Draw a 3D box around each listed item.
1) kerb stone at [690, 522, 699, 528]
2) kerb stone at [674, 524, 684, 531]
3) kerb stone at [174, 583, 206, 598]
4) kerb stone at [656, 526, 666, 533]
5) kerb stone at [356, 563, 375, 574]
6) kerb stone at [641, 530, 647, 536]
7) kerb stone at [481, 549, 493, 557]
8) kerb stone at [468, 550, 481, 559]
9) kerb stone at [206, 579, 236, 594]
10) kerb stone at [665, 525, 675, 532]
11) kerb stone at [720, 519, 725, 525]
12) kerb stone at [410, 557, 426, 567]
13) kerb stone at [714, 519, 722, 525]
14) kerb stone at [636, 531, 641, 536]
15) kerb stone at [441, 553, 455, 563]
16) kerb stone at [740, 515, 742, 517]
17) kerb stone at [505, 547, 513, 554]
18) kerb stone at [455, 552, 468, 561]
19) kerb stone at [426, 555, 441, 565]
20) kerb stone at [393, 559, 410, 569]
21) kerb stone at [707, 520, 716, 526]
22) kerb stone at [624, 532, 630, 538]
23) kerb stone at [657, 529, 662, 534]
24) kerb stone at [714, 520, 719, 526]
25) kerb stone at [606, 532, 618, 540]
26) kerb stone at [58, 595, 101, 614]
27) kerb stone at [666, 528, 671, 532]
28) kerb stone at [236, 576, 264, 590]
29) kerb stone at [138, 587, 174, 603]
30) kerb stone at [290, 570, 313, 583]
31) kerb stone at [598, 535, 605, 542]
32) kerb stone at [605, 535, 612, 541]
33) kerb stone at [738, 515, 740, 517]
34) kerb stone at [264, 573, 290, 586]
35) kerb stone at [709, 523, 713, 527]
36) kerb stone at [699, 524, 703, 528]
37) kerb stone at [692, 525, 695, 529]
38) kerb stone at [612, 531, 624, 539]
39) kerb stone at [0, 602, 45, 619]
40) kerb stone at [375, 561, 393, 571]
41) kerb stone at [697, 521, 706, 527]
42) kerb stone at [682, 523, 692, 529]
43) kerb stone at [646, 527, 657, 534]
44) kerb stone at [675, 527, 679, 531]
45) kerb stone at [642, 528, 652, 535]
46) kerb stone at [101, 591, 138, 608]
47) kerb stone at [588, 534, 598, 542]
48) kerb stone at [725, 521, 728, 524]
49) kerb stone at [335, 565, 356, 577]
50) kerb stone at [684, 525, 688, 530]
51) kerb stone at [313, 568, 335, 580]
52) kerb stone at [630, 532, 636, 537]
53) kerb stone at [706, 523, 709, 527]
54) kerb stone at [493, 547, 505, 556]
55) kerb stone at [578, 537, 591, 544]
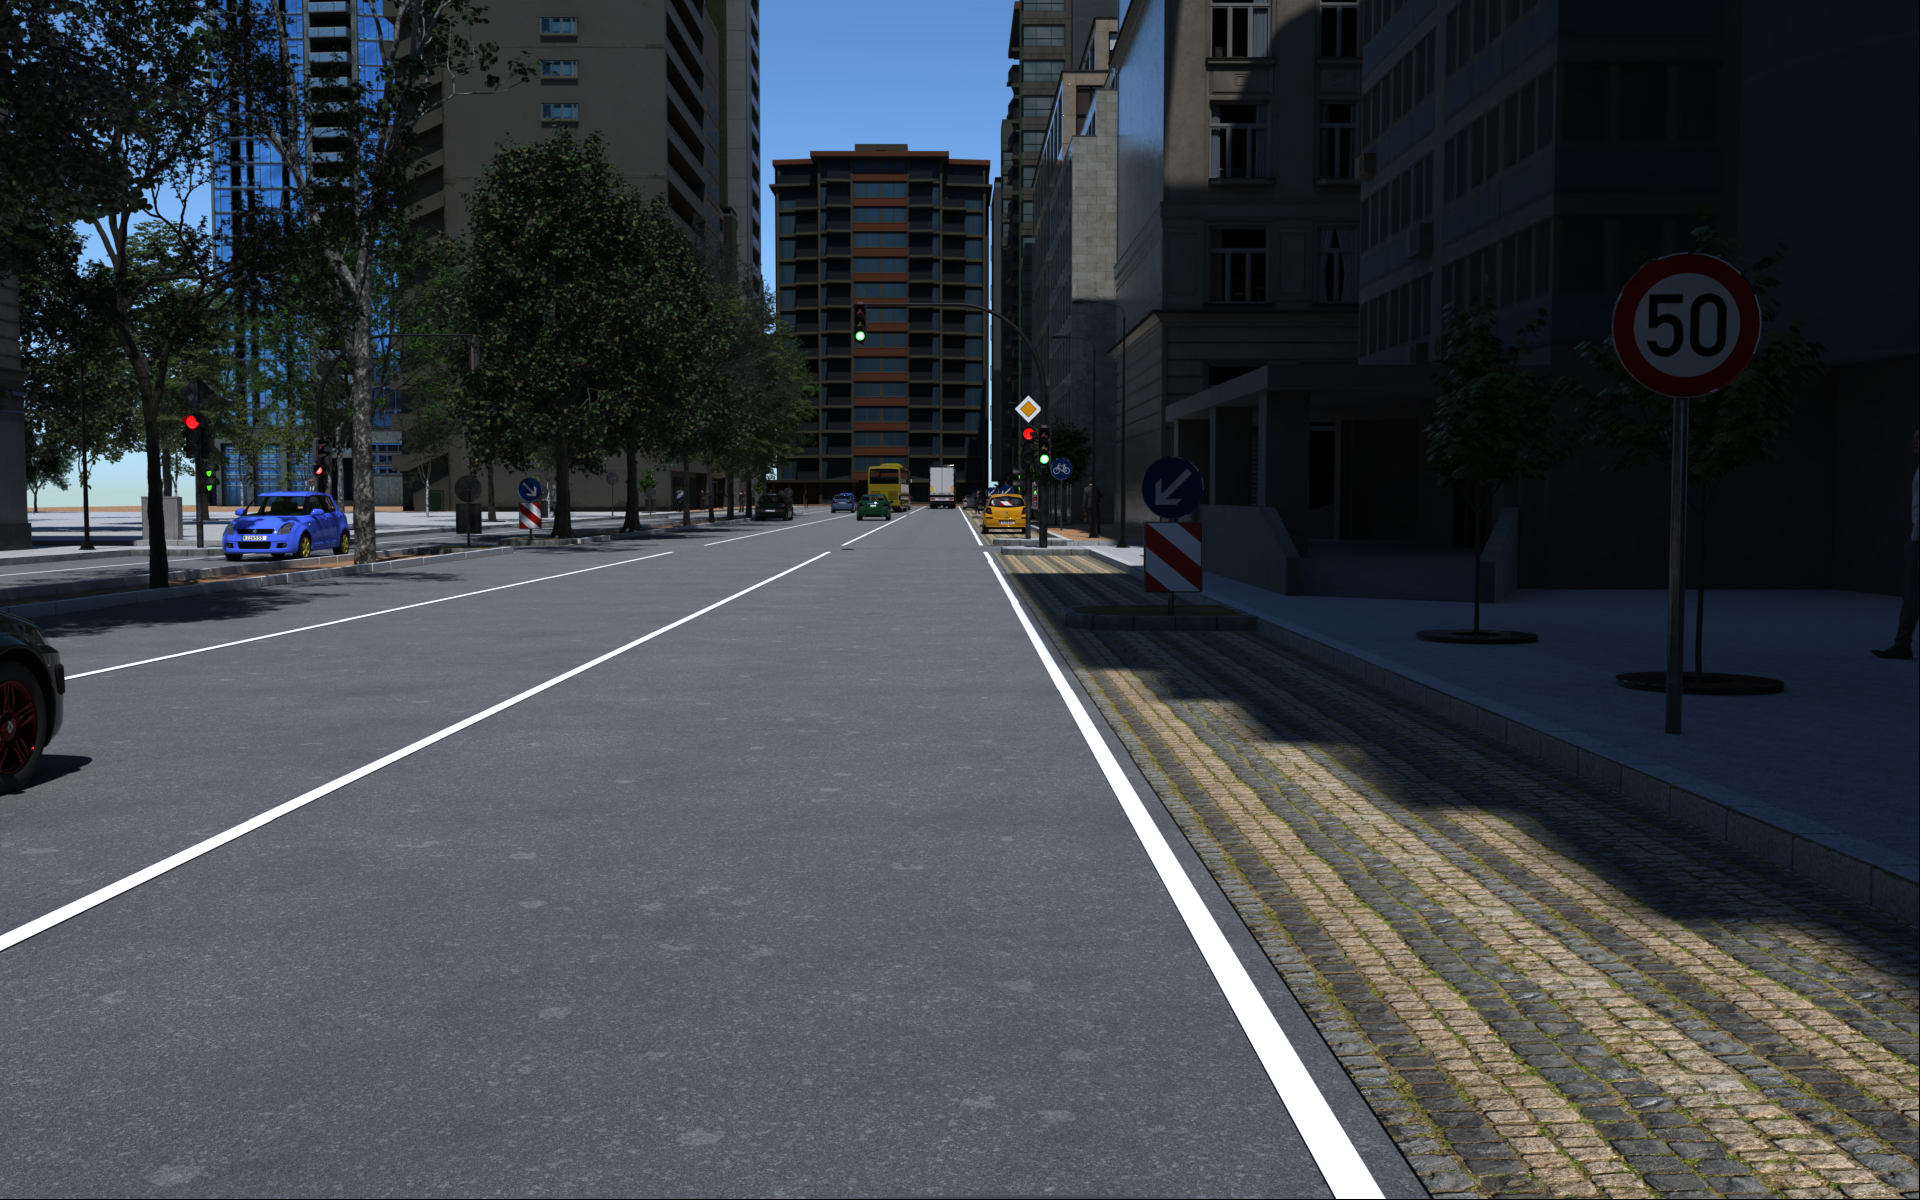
[{"bbox_3d":[-11.071,-3.037,71.908,0.120,0.150,1.000,0,4,0],"label":"kerb stone"},{"bbox_3d":[-11.056,-2.789,67.811,0.120,0.150,1.000,0,4,0],"label":"kerb stone"},{"bbox_3d":[-10.849,-0.117,24.215,0.120,0.150,1.000,0,4,0],"label":"kerb stone"},{"bbox_3d":[-11.036,-2.539,63.716,0.120,0.150,1.000,0,4,0],"label":"kerb stone"},{"bbox_3d":[-10.888,-0.563,31.397,0.120,0.150,1.000,0,4,0],"label":"kerb stone"},{"bbox_3d":[-11.014,-2.287,59.615,0.120,0.150,1.000,0,4,0],"label":"kerb stone"},{"bbox_3d":[-10.922,-1.064,39.596,0.120,0.150,1.000,0,4,0],"label":"kerb stone"},{"bbox_3d":[-10.917,-0.998,38.570,0.120,0.150,1.000,0,4,0],"label":"kerb stone"},{"bbox_3d":[-10.859,-0.186,25.242,0.120,0.150,1.000,0,4,0],"label":"kerb stone"},{"bbox_3d":[-11.051,-2.665,65.763,0.120,0.150,1.000,0,4,0],"label":"kerb stone"},{"bbox_3d":[-11.119,-3.541,80.095,0.120,0.150,1.000,0,4,0],"label":"kerb stone"},{"bbox_3d":[-10.895,-0.751,34.471,0.120,0.150,1.000,0,4,0],"label":"kerb stone"},{"bbox_3d":[-11.107,-3.478,79.066,0.120,0.150,1.000,0,4,0],"label":"kerb stone"},{"bbox_3d":[-11.012,-2.219,58.591,0.120,0.150,1.000,0,4,0],"label":"kerb stone"},{"bbox_3d":[-10.909,-0.871,36.517,0.120,0.150,1.000,0,4,0],"label":"kerb stone"},{"bbox_3d":[-13.339,-4.985,103.726,0.120,0.150,1.000,0,4,0],"label":"kerb stone"},{"bbox_3d":[-10.931,-1.189,41.643,0.120,0.150,1.000,0,4,0],"label":"kerb stone"},{"bbox_3d":[-10.918,-0.939,37.548,0.120,0.150,1.000,0,4,0],"label":"kerb stone"},{"bbox_3d":[-10.895,-0.809,35.493,0.120,0.150,1.000,0,4,0],"label":"kerb stone"},{"bbox_3d":[-10.886,-0.688,33.447,0.120,0.150,1.000,0,4,0],"label":"kerb stone"},{"bbox_3d":[-11.101,-3.353,77.022,0.120,0.150,1.000,0,4,0],"label":"kerb stone"},{"bbox_3d":[-11.006,-2.100,56.538,0.120,0.150,1.000,0,4,0],"label":"kerb stone"},{"bbox_3d":[-11.030,-2.477,62.693,0.120,0.150,1.000,0,4,0],"label":"kerb stone"},{"bbox_3d":[-11.097,-3.416,78.044,0.120,0.150,1.000,0,4,0],"label":"kerb stone"},{"bbox_3d":[-10.988,-1.971,54.487,0.120,0.150,1.000,0,4,0],"label":"kerb stone"},{"bbox_3d":[-10.827,0.067,21.134,0.120,0.150,1.000,0,4,0],"label":"kerb stone"},{"bbox_3d":[-11.040,-2.602,64.738,0.120,0.150,1.000,0,4,0],"label":"kerb stone"},{"bbox_3d":[-10.851,-0.249,26.265,0.120,0.150,1.000,0,4,0],"label":"kerb stone"},{"bbox_3d":[-10.845,-0.061,23.193,0.120,0.150,1.000,0,4,0],"label":"kerb stone"},{"bbox_3d":[-10.862,-0.375,28.325,0.120,0.150,1.000,0,4,0],"label":"kerb stone"},{"bbox_3d":[-10.977,-1.850,52.438,0.120,0.150,1.000,0,4,0],"label":"kerb stone"},{"bbox_3d":[-10.993,-1.912,53.460,0.120,0.150,1.000,0,4,0],"label":"kerb stone"},{"bbox_3d":[-13.325,-4.924,102.703,0.120,0.150,1.000,0,4,0],"label":"kerb stone"},{"bbox_3d":[-10.862,-0.310,27.303,0.120,0.150,1.000,0,4,0],"label":"kerb stone"},{"bbox_3d":[-11.088,-3.281,76.000,0.120,0.150,1.000,0,4,0],"label":"kerb stone"},{"bbox_3d":[-11.079,-3.103,72.933,0.120,0.150,1.000,0,4,0],"label":"kerb stone"},{"bbox_3d":[-11.075,-2.978,70.878,0.120,0.150,1.000,0,4,0],"label":"kerb stone"},{"bbox_3d":[-11.002,-2.036,55.509,0.120,0.150,1.000,0,4,0],"label":"kerb stone"},{"bbox_3d":[-10.820,0.128,20.105,0.120,0.150,1.000,0,4,0],"label":"kerb stone"},{"bbox_3d":[-10.884,-0.621,32.419,0.120,0.150,1.000,0,4,0],"label":"kerb stone"},{"bbox_3d":[-11.081,-3.166,73.955,0.120,0.150,1.000,0,4,0],"label":"kerb stone"},{"bbox_3d":[-11.062,-2.915,69.855,0.120,0.150,1.000,0,4,0],"label":"kerb stone"},{"bbox_3d":[-11.029,-2.413,61.671,0.120,0.150,1.000,0,4,0],"label":"kerb stone"},{"bbox_3d":[-11.053,-2.723,66.785,0.120,0.150,1.000,0,4,0],"label":"kerb stone"},{"bbox_3d":[-11.025,-2.351,60.637,0.120,0.150,1.000,0,4,0],"label":"kerb stone"},{"bbox_3d":[-10.839,0.002,22.156,0.120,0.150,1.000,0,4,0],"label":"kerb stone"},{"bbox_3d":[-10.991,-1.787,51.416,0.120,0.150,1.000,0,4,0],"label":"kerb stone"},{"bbox_3d":[-11.124,-3.602,81.118,0.120,0.150,1.000,0,4,0],"label":"kerb stone"},{"bbox_3d":[-10.878,-0.493,30.375,0.120,0.150,1.000,0,4,0],"label":"kerb stone"},{"bbox_3d":[-11.062,-2.852,68.833,0.120,0.150,1.000,0,4,0],"label":"kerb stone"},{"bbox_3d":[-10.868,-0.437,29.351,0.120,0.150,1.000,0,4,0],"label":"kerb stone"},{"bbox_3d":[-11.004,-2.163,57.562,0.120,0.150,1.000,0,4,0],"label":"kerb stone"},{"bbox_3d":[-11.093,-3.227,74.977,0.120,0.150,1.000,0,4,0],"label":"kerb stone"},{"bbox_3d":[-10.928,-1.127,40.618,0.120,0.150,1.000,0,4,0],"label":"kerb stone"},{"bbox_3d":[-10.975,-1.724,50.381,0.120,0.150,1.000,0,4,0],"label":"kerb stone"}]
